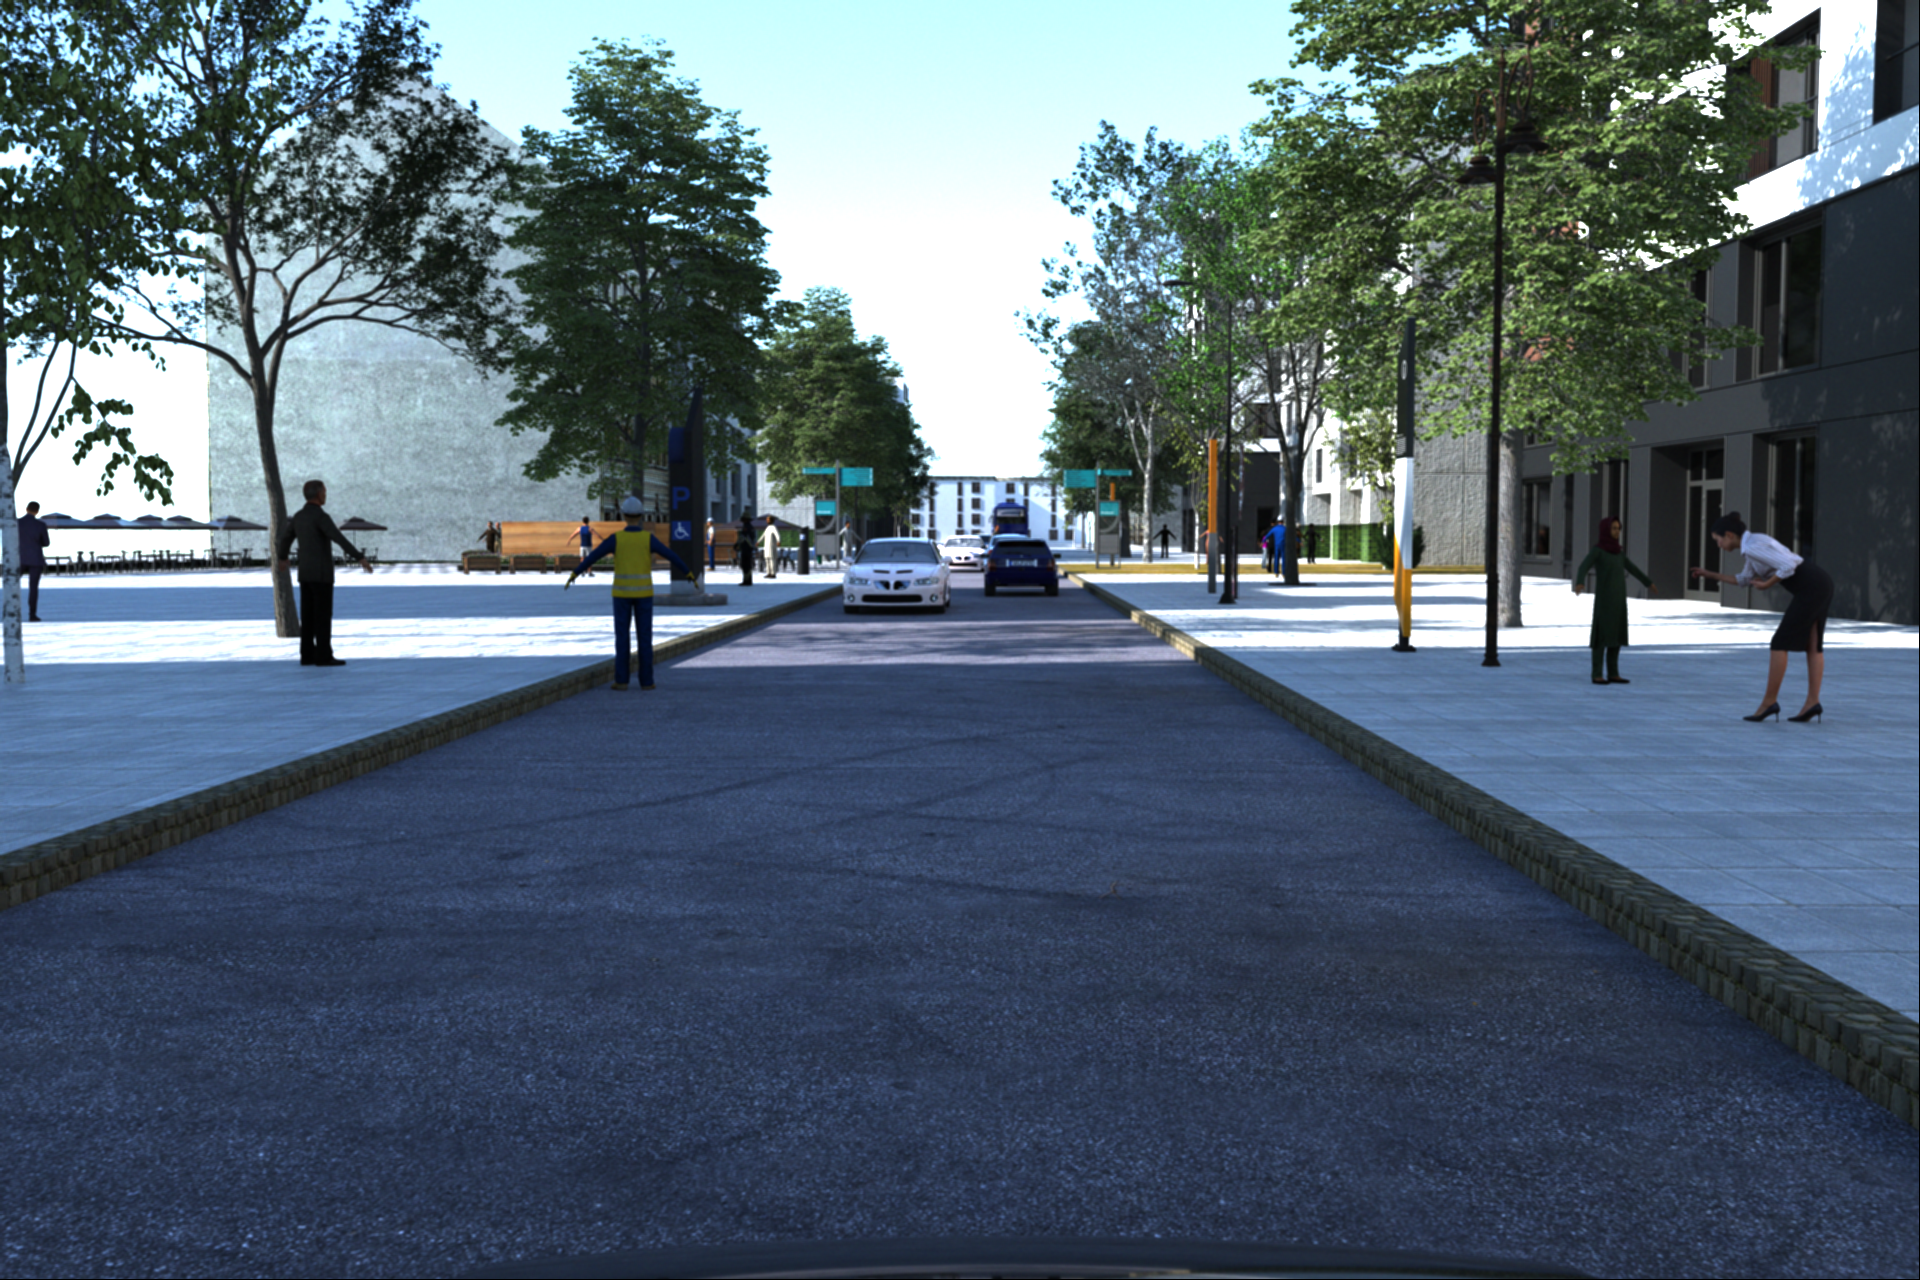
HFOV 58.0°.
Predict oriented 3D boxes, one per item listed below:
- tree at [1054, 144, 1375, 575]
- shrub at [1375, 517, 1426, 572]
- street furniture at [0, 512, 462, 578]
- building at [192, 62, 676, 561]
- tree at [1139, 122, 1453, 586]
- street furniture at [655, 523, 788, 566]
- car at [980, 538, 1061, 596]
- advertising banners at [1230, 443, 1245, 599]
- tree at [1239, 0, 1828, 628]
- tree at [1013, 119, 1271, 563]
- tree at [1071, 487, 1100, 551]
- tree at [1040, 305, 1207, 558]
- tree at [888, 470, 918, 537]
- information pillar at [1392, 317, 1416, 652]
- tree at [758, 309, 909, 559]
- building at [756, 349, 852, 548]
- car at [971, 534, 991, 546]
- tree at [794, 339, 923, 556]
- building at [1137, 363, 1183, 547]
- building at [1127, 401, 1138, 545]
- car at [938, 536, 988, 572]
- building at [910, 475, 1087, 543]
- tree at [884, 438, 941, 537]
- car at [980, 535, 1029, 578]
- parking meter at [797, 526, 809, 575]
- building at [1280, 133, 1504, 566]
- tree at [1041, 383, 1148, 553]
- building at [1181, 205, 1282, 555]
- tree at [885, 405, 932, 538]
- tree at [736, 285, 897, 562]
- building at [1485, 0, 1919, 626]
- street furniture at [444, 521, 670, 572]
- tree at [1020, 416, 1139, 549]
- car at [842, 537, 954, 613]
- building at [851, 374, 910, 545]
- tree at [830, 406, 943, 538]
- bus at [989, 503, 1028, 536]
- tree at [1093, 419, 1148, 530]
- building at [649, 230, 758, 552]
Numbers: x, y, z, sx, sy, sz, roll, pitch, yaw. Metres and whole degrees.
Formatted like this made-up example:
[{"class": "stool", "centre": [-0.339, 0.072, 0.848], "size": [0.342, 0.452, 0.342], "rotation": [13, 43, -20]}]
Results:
[{"class": "tree", "centre": [8.070, -8.820, 54.583], "size": [12.009, 13.543, 11.850], "rotation": [0, 3, 0]}, {"class": "shrub", "centre": [14.799, -3.285, 58.124], "size": [1.690, 2.028, 1.600], "rotation": [0, 3, 0]}, {"class": "street furniture", "centre": [-30.323, -3.645, 64.629], "size": [14.083, 1.986, 27.439], "rotation": [1, 4, 15]}, {"class": "building", "centre": [-25.919, -15.831, 89.768], "size": [19.493, 23.208, 18.063], "rotation": [0, 4, 1]}, {"class": "tree", "centre": [8.322, -7.177, 43.105], "size": [9.928, 11.665, 9.643], "rotation": [0, 3, 0]}, {"class": "street furniture", "centre": [-12.941, -4.127, 74.324], "size": [11.010, 1.723, 9.812], "rotation": [0, 4, -8]}, {"class": "car", "centre": [1.447, -1.753, 41.239], "size": [1.945, 1.354, 3.894], "rotation": [0, 4, 1]}, {"class": "advertising banners", "centre": [5.441, -2.330, 34.282], "size": [0.090, 3.025, 2.074], "rotation": [0, 4, 1]}, {"class": "tree", "centre": [7.646, -6.476, 24.014], "size": [7.486, 12.596, 7.792], "rotation": [0, 3, 0]}, {"class": "tree", "centre": [8.536, -13.608, 78.372], "size": [12.611, 20.169, 13.585], "rotation": [0, 3, 0]}, {"class": "tree", "centre": [9.816, -10.994, 130.114], "size": [4.360, 8.622, 3.978], "rotation": [0, 3, 0]}, {"class": "tree", "centre": [9.018, -11.495, 94.595], "size": [9.857, 13.997, 8.962], "rotation": [0, 3, 0]}, {"class": "tree", "centre": [-5.311, -12.320, 151.792], "size": [4.737, 8.622, 4.395], "rotation": [0, 3, 0]}, {"class": "information pillar", "centre": [4.872, -1.690, 18.979], "size": [0.183, 3.616, 0.504], "rotation": [0, 4, 1]}, {"class": "tree", "centre": [-6.410, -10.413, 88.382], "size": [7.486, 12.596, 7.792], "rotation": [0, 3, 0]}, {"class": "building", "centre": [-21.244, -19.284, 181.743], "size": [16.747, 18.905, 31.486], "rotation": [0, 4, 2]}, {"class": "car", "centre": [1.265, -5.636, 104.155], "size": [2.014, 1.417, 4.499], "rotation": [0, 4, 1]}, {"class": "tree", "centre": [-6.035, -11.213, 101.467], "size": [7.486, 12.596, 7.792], "rotation": [0, 3, 0]}, {"class": "building", "centre": [28.549, -21.425, 181.227], "size": [19.493, 23.208, 18.063], "rotation": [0, 4, 2]}, {"class": "building", "centre": [29.527, -22.798, 203.672], "size": [19.493, 23.208, 18.063], "rotation": [0, 4, 2]}, {"class": "car", "centre": [0.174, -3.320, 66.650], "size": [2.083, 1.381, 4.827], "rotation": [0, 4, 1]}, {"class": "building", "centre": [4.501, -18.627, 249.157], "size": [28.070, 9.664, 9.099], "rotation": [0, 4, -6]}, {"class": "tree", "centre": [-5.062, -12.748, 142.837], "size": [7.601, 10.594, 8.767], "rotation": [-1, 4, -23]}, {"class": "car", "centre": [1.676, -2.790, 57.624], "size": [2.014, 1.417, 4.499], "rotation": [0, 4, 1]}, {"class": "parking meter", "centre": [-4.936, -2.821, 54.541], "size": [0.372, 1.533, 0.369], "rotation": [0, 3, 0]}, {"class": "building", "centre": [26.808, -13.376, 85.152], "size": [16.747, 18.905, 31.486], "rotation": [0, 4, 1]}, {"class": "tree", "centre": [9.252, -11.802, 118.722], "size": [9.928, 11.665, 9.643], "rotation": [0, 3, 0]}, {"class": "building", "centre": [29.591, -17.100, 123.566], "size": [27.936, 21.610, 32.646], "rotation": [0, 4, 1]}, {"class": "tree", "centre": [-5.623, -12.610, 131.922], "size": [9.928, 11.665, 9.643], "rotation": [0, 3, 0]}, {"class": "tree", "centre": [-6.600, -9.873, 79.549], "size": [7.486, 12.596, 7.792], "rotation": [0, 3, 0]}, {"class": "building", "centre": [27.409, -11.959, 39.509], "size": [27.936, 21.610, 32.646], "rotation": [0, 4, 1]}, {"class": "street furniture", "centre": [-14.997, -3.412, 62.640], "size": [9.812, 1.723, 11.010], "rotation": [1, 4, 12]}, {"class": "tree", "centre": [10.777, -14.700, 150.710], "size": [12.009, 13.543, 11.850], "rotation": [0, 3, 0]}, {"class": "car", "centre": [-1.145, -1.250, 32.797], "size": [2.083, 1.381, 4.827], "rotation": [0, 4, 1]}, {"class": "building", "centre": [-21.205, -22.970, 219.531], "size": [27.936, 21.610, 32.646], "rotation": [0, 4, 2]}, {"class": "tree", "centre": [-5.547, -11.498, 122.399], "size": [8.767, 10.594, 7.601], "rotation": [0, 4, -7]}, {"class": "bus", "centre": [3.811, -8.808, 135.563], "size": [2.896, 3.916, 12.251], "rotation": [0, 3, 0]}, {"class": "tree", "centre": [9.279, -9.581, 107.009], "size": [4.360, 8.622, 3.978], "rotation": [0, 3, 0]}, {"class": "building", "centre": [-24.089, -15.316, 116.878], "size": [16.747, 18.905, 31.486], "rotation": [0, 4, 1]}]
